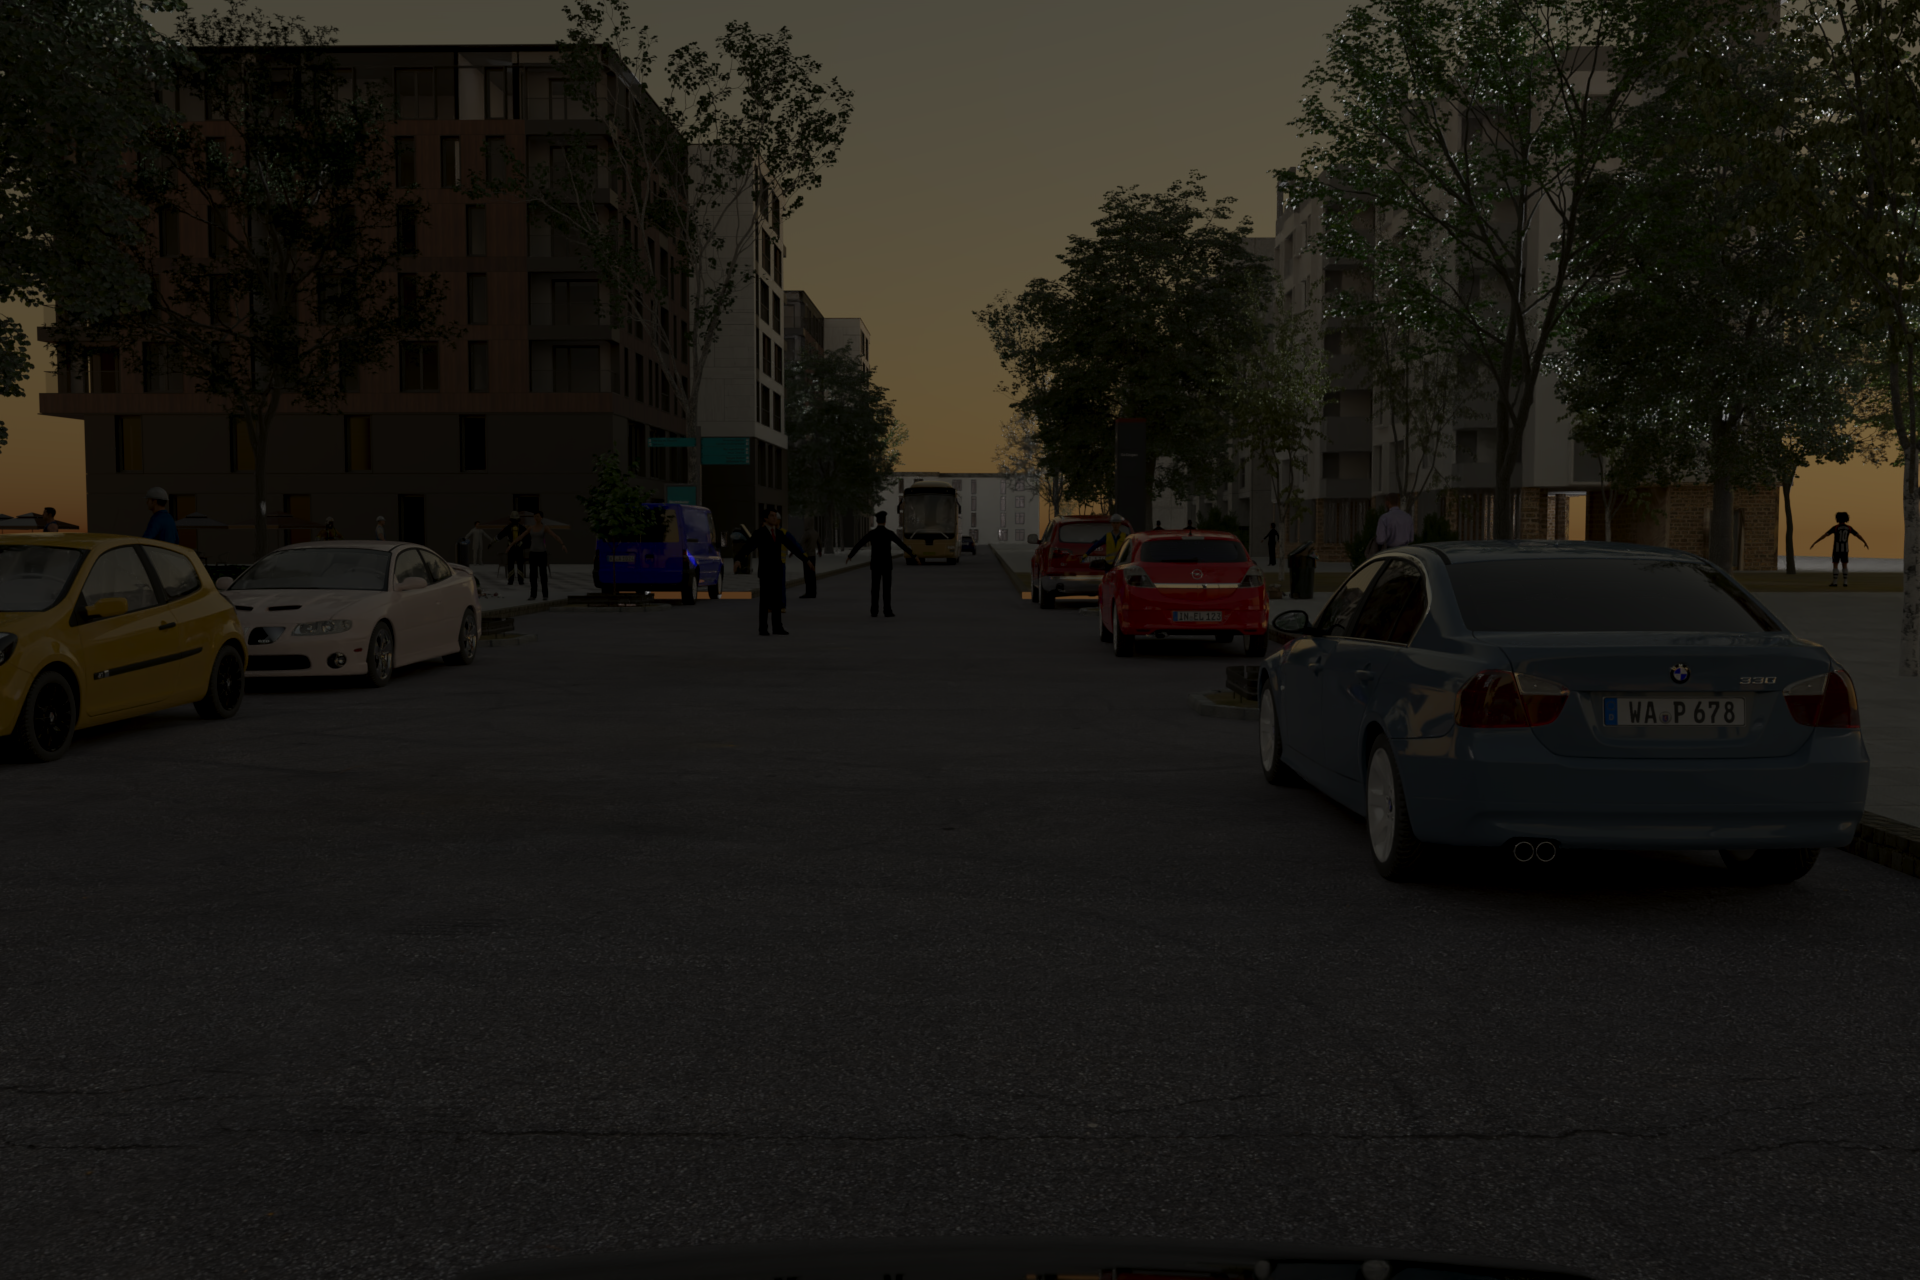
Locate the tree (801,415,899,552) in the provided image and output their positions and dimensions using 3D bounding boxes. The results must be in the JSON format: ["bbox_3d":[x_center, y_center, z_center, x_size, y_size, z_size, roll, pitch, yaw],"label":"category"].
[{"bbox_3d":[-8.572,-11.787,127.129,8.767,10.594,7.601,0,4,4],"label":"tree"}]

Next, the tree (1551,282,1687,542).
[{"bbox_3d":[18.958,-6.101,50.112,4.737,8.622,4.395,0,3,0],"label":"tree"}]

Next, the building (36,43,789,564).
[{"bbox_3d":[-24.755,-14.991,89.079,27.936,21.610,32.646,0,4,1],"label":"building"}]

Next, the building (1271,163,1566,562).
[{"bbox_3d":[21.700,-14.317,90.508,16.016,20.090,11.380,0,4,1],"label":"building"}]

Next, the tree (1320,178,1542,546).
[{"bbox_3d":[9.060,-5.217,35.655,4.360,8.622,3.978,0,3,0],"label":"tree"}]

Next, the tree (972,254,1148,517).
[{"bbox_3d":[7.478,-16.014,117.710,12.611,20.169,13.585,0,3,0],"label":"tree"}]

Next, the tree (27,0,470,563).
[{"bbox_3d":[-12.490,-5.856,30.151,8.767,10.594,7.601,1,4,9],"label":"tree"}]

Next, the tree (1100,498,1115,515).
[{"bbox_3d":[22.356,-18.274,233.187,7.601,10.594,8.767,1,4,9],"label":"tree"}]

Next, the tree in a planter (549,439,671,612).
[{"bbox_3d":[-6.533,-2.166,32.636,1.991,3.239,1.994,0,4,1],"label":"tree in a planter"}]

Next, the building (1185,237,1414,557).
[{"bbox_3d":[24.792,-15.009,111.857,16.747,18.905,31.486,0,4,1],"label":"building"}]

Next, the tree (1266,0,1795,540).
[{"bbox_3d":[8.898,-6.230,27.616,9.928,11.665,9.643,0,3,0],"label":"tree"}]

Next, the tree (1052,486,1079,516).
[{"bbox_3d":[14.810,-17.166,231.025,4.360,8.622,3.978,0,3,0],"label":"tree"}]

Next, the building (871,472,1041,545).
[{"bbox_3d":[-3.145,-17.700,233.993,28.070,9.664,9.099,0,4,-4],"label":"building"}]

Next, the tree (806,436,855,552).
[{"bbox_3d":[-8.410,-10.427,120.847,4.360,8.622,3.978,0,3,0],"label":"tree"}]

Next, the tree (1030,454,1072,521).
[{"bbox_3d":[7.217,-11.747,142.419,4.360,8.622,3.978,0,3,0],"label":"tree"}]

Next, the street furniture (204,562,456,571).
[{"bbox_3d":[-18.672,-1.856,45.965,10.072,0.657,5.734,0,4,2],"label":"street furniture"}]

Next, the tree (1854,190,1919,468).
[{"bbox_3d":[27.592,-7.839,46.292,7.486,12.596,7.792,0,3,0],"label":"tree"}]

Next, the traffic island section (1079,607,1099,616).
[{"bbox_3d":[3.146,-0.498,31.008,1.991,0.108,1.994,0,4,1],"label":"traffic island section"}]

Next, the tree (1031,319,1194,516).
[{"bbox_3d":[7.077,-9.387,79.232,9.928,11.665,9.643,0,3,0],"label":"tree"}]

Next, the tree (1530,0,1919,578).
[{"bbox_3d":[18.273,-8.242,41.418,9.857,13.997,8.962,0,3,0],"label":"tree"}]

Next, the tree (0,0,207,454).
[{"bbox_3d":[-13.048,-6.873,19.037,9.857,13.997,8.962,0,3,0],"label":"tree"}]

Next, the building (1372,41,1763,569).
[{"bbox_3d":[22.878,-13.247,73.002,16.016,20.090,11.380,0,4,1],"label":"building"}]

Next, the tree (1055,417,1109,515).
[{"bbox_3d":[7.276,-9.242,101.469,4.737,8.622,4.395,0,3,0],"label":"tree"}]

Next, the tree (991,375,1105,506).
[{"bbox_3d":[7.389,-13.584,132.463,12.009,13.543,11.850,0,3,0],"label":"tree"}]

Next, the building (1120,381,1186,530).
[{"bbox_3d":[26.050,-19.015,177.356,16.747,18.905,31.486,0,4,1],"label":"building"}]

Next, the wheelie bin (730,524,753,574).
[{"bbox_3d":[-6.959,-2.900,55.326,0.693,1.594,0.980,0,4,1],"label":"wheelie bin"}]

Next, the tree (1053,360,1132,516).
[{"bbox_3d":[6.115,-7.414,71.574,4.360,8.622,3.978,0,3,0],"label":"tree"}]

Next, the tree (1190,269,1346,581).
[{"bbox_3d":[8.642,-5.923,47.210,4.737,8.622,4.395,0,3,0],"label":"tree"}]

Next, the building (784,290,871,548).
[{"bbox_3d":[-23.362,-19.440,161.826,27.936,21.610,32.646,0,4,1],"label":"building"}]

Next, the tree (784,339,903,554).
[{"bbox_3d":[-8.633,-12.577,112.296,9.857,13.997,8.962,0,3,0],"label":"tree"}]

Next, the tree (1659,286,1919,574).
[{"bbox_3d":[26.553,-7.393,55.285,8.767,10.594,7.601,0,4,2],"label":"tree"}]

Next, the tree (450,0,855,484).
[{"bbox_3d":[-10.730,-12.540,60.924,12.611,20.169,13.585,0,3,0],"label":"tree"}]

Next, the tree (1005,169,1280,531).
[{"bbox_3d":[6.467,-9.446,61.094,9.857,13.997,8.962,0,3,0],"label":"tree"}]

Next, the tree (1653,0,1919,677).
[{"bbox_3d":[8.415,-3.967,15.221,4.737,8.622,4.395,0,3,0],"label":"tree"}]

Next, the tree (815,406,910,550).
[{"bbox_3d":[-8.156,-12.994,138.201,9.928,11.665,9.643,0,3,0],"label":"tree"}]

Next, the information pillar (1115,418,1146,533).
[{"bbox_3d":[3.838,-3.039,39.060,0.750,3.857,0.750,0,4,0],"label":"information pillar"}]
